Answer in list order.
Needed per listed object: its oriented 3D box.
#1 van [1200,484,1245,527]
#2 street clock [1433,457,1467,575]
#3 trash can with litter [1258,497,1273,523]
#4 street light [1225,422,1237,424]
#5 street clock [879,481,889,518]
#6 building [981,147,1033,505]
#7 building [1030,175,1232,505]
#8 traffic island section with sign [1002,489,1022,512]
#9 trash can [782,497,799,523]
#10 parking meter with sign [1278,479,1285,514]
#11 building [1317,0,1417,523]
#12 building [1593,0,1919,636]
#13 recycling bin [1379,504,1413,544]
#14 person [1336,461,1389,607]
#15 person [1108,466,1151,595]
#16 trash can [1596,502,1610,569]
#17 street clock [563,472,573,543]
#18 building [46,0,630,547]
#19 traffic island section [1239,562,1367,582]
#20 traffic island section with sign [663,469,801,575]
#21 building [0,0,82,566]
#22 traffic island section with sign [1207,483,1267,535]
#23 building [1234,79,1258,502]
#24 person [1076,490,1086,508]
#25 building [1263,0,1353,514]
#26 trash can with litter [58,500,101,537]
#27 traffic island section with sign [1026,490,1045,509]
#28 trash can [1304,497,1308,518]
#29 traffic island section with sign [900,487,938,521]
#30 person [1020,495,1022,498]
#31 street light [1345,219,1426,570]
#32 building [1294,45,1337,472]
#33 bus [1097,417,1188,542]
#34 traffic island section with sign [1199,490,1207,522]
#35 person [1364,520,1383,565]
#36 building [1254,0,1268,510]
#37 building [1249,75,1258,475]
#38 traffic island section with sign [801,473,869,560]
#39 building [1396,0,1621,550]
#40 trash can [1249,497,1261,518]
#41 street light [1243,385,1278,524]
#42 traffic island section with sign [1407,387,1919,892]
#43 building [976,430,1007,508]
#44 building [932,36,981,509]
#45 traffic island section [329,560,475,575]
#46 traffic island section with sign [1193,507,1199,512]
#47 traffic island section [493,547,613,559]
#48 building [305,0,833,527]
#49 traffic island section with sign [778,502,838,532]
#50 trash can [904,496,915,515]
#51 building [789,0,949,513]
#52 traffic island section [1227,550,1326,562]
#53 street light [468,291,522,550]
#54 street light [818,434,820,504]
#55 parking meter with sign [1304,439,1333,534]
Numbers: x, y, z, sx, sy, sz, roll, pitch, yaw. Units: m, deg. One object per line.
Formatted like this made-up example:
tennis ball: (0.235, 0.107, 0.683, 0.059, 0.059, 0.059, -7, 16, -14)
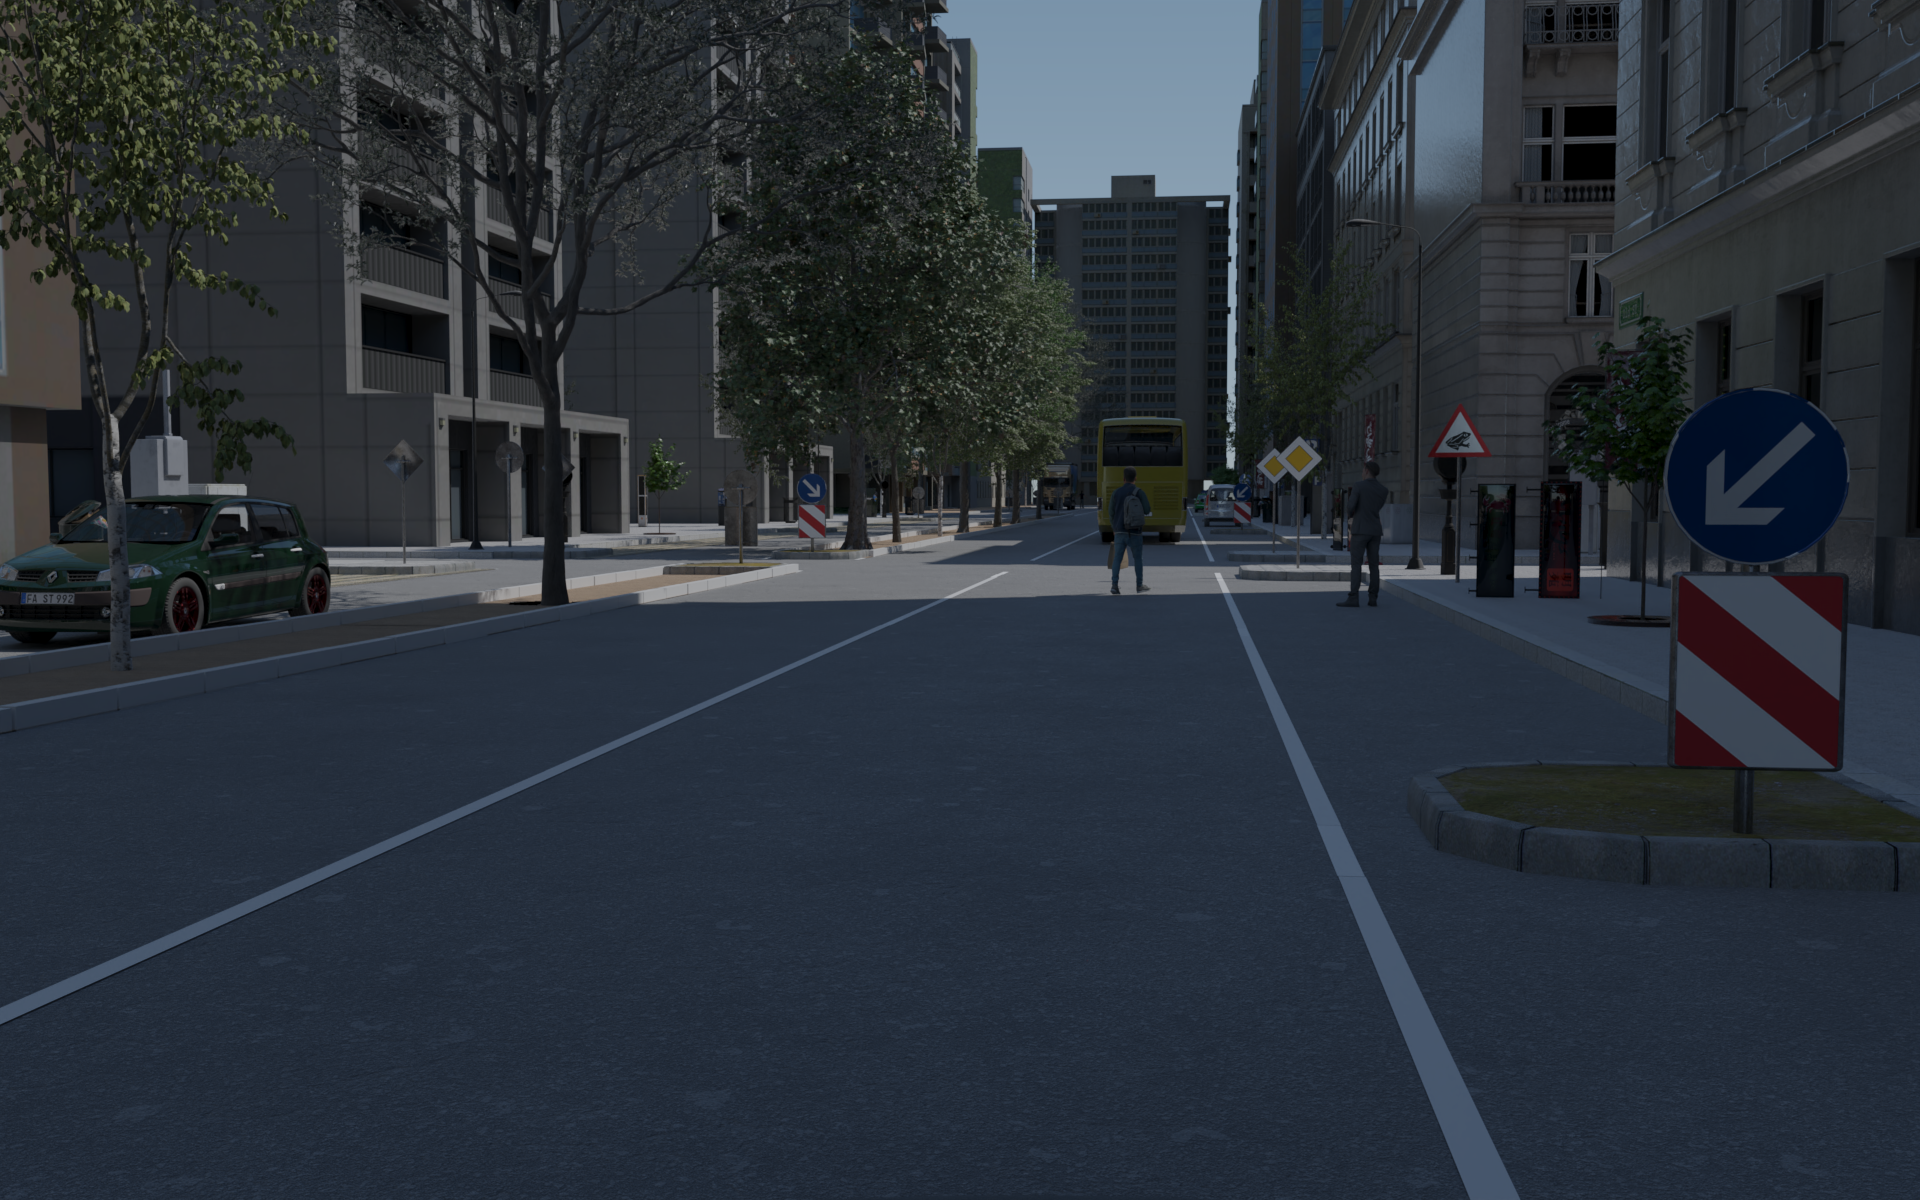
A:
van: (11.703, -4.290, 77.150, 2.013, 2.044, 4.112, 0, 4, 8)
street clock: (7.756, -1.400, 27.463, 0.471, 2.002, 0.358, 0, 4, -3)
trash can with litter: (13.865, -4.034, 77.348, 1.055, 1.170, 0.624, -3, 5, -39)
street light: (17.779, -8.513, 111.722, 1.470, 5.913, 1.316, 0, 4, 7)
street clock: (-4.085, -5.429, 93.330, 0.471, 2.002, 0.358, -2, 4, -33)
building: (1.249, -32.061, 207.785, 14.086, 41.232, 14.154, 0, 4, 7)
building: (21.206, -31.916, 213.715, 23.993, 40.220, 32.217, 0, 4, 7)
traffic island section with sign: (4.037, -8.081, 140.747, 1.989, 1.847, 2.006, 0, 4, 7)
trash can: (-7.462, -3.951, 76.246, 0.748, 1.137, 0.748, 0, 3, 0)
parking meter with sign: (15.159, -5.232, 81.802, 0.543, 3.016, 1.738, 1, 4, 13)
building: (23.932, -14.557, 71.288, 16.112, 22.955, 30.059, 0, 4, 7)
building: (15.167, -13.910, 3.850, 17.030, 29.872, 44.131, 0, 4, 7)
recycling bin: (11.208, -1.957, 44.551, 0.722, 1.027, 0.722, -1, 4, -19)
person: (5.125, -0.845, 22.128, 0.655, 1.846, 0.447, -2, 4, -24)
person: (2.354, -0.984, 24.577, 0.794, 1.824, 0.713, 3, 5, 41)
trash can: (11.257, -1.098, 29.601, 0.748, 1.137, 0.748, 0, 3, 0)
street clock: (-10.448, -2.515, 45.687, 0.471, 2.002, 0.358, -1, 4, -14)
building: (-21.500, -37.497, 51.322, 20.563, 71.187, 20.611, 0, 4, 7)
traffic island section: (5.848, -0.464, 29.870, 2.009, 0.180, 2.903, 0, 4, 7)
traffic island section with sign: (-4.126, -1.422, 31.386, 2.006, 1.907, 1.989, 0, 4, 7)
building: (-22.724, -22.748, 22.040, 14.200, 45.320, 14.600, 0, 4, 7)
traffic island section with sign: (9.999, -3.276, 62.190, 1.989, 1.847, 2.006, 0, 4, 7)
building: (43.493, -35.561, 205.127, 21.600, 48.544, 21.300, 0, 4, 7)
person: (12.370, -10.215, 175.531, 1.348, 1.822, 0.705, 2, 4, 30)
building: (28.154, -28.611, 117.898, 14.600, 45.320, 14.200, 0, 4, 7)
trash can with litter: (-16.162, -1.233, 31.548, 1.055, 1.170, 0.624, 1, 4, 17)
traffic island section with sign: (7.458, -9.716, 167.485, 1.989, 1.847, 2.006, 0, 4, 7)
trash can: (18.256, -4.956, 92.680, 0.748, 1.137, 0.748, 0, 3, 0)
traffic island section with sign: (-2.213, -5.100, 92.016, 1.989, 1.847, 2.006, 0, 4, 7)
person: (4.990, -8.254, 144.930, 0.593, 1.643, 0.415, 3, 5, 41)
street light: (7.218, -3.477, 29.388, 1.470, 5.913, 1.316, 0, 4, 7)
building: (26.884, -18.651, 98.455, 14.314, 27.812, 24.014, 0, 4, 7)
bus: (5.666, -3.845, 54.414, 2.896, 3.916, 12.252, 0, 4, 5)
traffic island section with sign: (13.532, -4.956, 89.658, 1.989, 1.847, 2.006, 0, 4, 7)
person: (8.139, -1.578, 34.315, 0.388, 1.821, 0.555, 3, 4, 38)
building: (32.042, -28.293, 146.177, 14.154, 41.232, 14.086, 0, 4, 7)
building: (39.956, -33.506, 167.425, 23.786, 49.044, 30.456, 0, 4, 7)
traffic island section with sign: (-3.174, -1.871, 38.732, 2.006, 1.907, 1.989, 0, 4, 7)
building: (24.011, -12.331, 43.418, 24.055, 21.916, 13.314, 0, 4, 7)
trash can: (16.146, -5.084, 94.779, 0.748, 1.137, 0.748, 0, 3, 0)
street light: (12.913, -6.177, 73.534, 1.470, 5.913, 1.316, 0, 4, 7)
traffic island section with sign: (2.959, 0.085, 7.244, 1.989, 1.847, 2.006, 0, 4, 7)
building: (-10.985, -20.273, 176.500, 28.899, 21.520, 27.650, 0, 4, 7)
building: (-6.253, -28.631, 151.708, 14.154, 41.232, 14.086, 0, 4, 7)
traffic island section: (-10.262, -0.590, 31.934, 2.009, 0.180, 2.903, 0, 4, 7)
traffic island section with sign: (23.359, -9.646, 166.334, 1.989, 1.847, 2.006, 0, 4, 7)
traffic island section: (-9.246, -1.075, 39.854, 2.009, 0.180, 2.903, 0, 4, 7)
building: (-17.264, -39.517, 84.362, 20.563, 71.187, 20.611, 0, 4, 7)
traffic island section with sign: (-5.677, -3.456, 65.140, 1.989, 1.847, 2.006, 0, 4, 7)
trash can: (-3.016, -5.665, 104.270, 0.748, 1.137, 0.748, 0, 3, 0)
building: (-12.786, -29.089, 130.226, 22.147, 44.769, 28.867, 0, 4, 7)
traffic island section: (6.864, -0.949, 37.790, 2.009, 0.180, 2.903, 0, 4, 7)
street light: (-10.649, -4.113, 39.789, 1.470, 5.913, 1.316, 0, 4, 7)
street light: (-5.803, -6.419, 77.484, 1.470, 5.913, 1.316, 0, 4, 7)
parking meter with sign: (11.668, -3.633, 55.658, 0.543, 3.016, 1.738, 3, 4, 37)
